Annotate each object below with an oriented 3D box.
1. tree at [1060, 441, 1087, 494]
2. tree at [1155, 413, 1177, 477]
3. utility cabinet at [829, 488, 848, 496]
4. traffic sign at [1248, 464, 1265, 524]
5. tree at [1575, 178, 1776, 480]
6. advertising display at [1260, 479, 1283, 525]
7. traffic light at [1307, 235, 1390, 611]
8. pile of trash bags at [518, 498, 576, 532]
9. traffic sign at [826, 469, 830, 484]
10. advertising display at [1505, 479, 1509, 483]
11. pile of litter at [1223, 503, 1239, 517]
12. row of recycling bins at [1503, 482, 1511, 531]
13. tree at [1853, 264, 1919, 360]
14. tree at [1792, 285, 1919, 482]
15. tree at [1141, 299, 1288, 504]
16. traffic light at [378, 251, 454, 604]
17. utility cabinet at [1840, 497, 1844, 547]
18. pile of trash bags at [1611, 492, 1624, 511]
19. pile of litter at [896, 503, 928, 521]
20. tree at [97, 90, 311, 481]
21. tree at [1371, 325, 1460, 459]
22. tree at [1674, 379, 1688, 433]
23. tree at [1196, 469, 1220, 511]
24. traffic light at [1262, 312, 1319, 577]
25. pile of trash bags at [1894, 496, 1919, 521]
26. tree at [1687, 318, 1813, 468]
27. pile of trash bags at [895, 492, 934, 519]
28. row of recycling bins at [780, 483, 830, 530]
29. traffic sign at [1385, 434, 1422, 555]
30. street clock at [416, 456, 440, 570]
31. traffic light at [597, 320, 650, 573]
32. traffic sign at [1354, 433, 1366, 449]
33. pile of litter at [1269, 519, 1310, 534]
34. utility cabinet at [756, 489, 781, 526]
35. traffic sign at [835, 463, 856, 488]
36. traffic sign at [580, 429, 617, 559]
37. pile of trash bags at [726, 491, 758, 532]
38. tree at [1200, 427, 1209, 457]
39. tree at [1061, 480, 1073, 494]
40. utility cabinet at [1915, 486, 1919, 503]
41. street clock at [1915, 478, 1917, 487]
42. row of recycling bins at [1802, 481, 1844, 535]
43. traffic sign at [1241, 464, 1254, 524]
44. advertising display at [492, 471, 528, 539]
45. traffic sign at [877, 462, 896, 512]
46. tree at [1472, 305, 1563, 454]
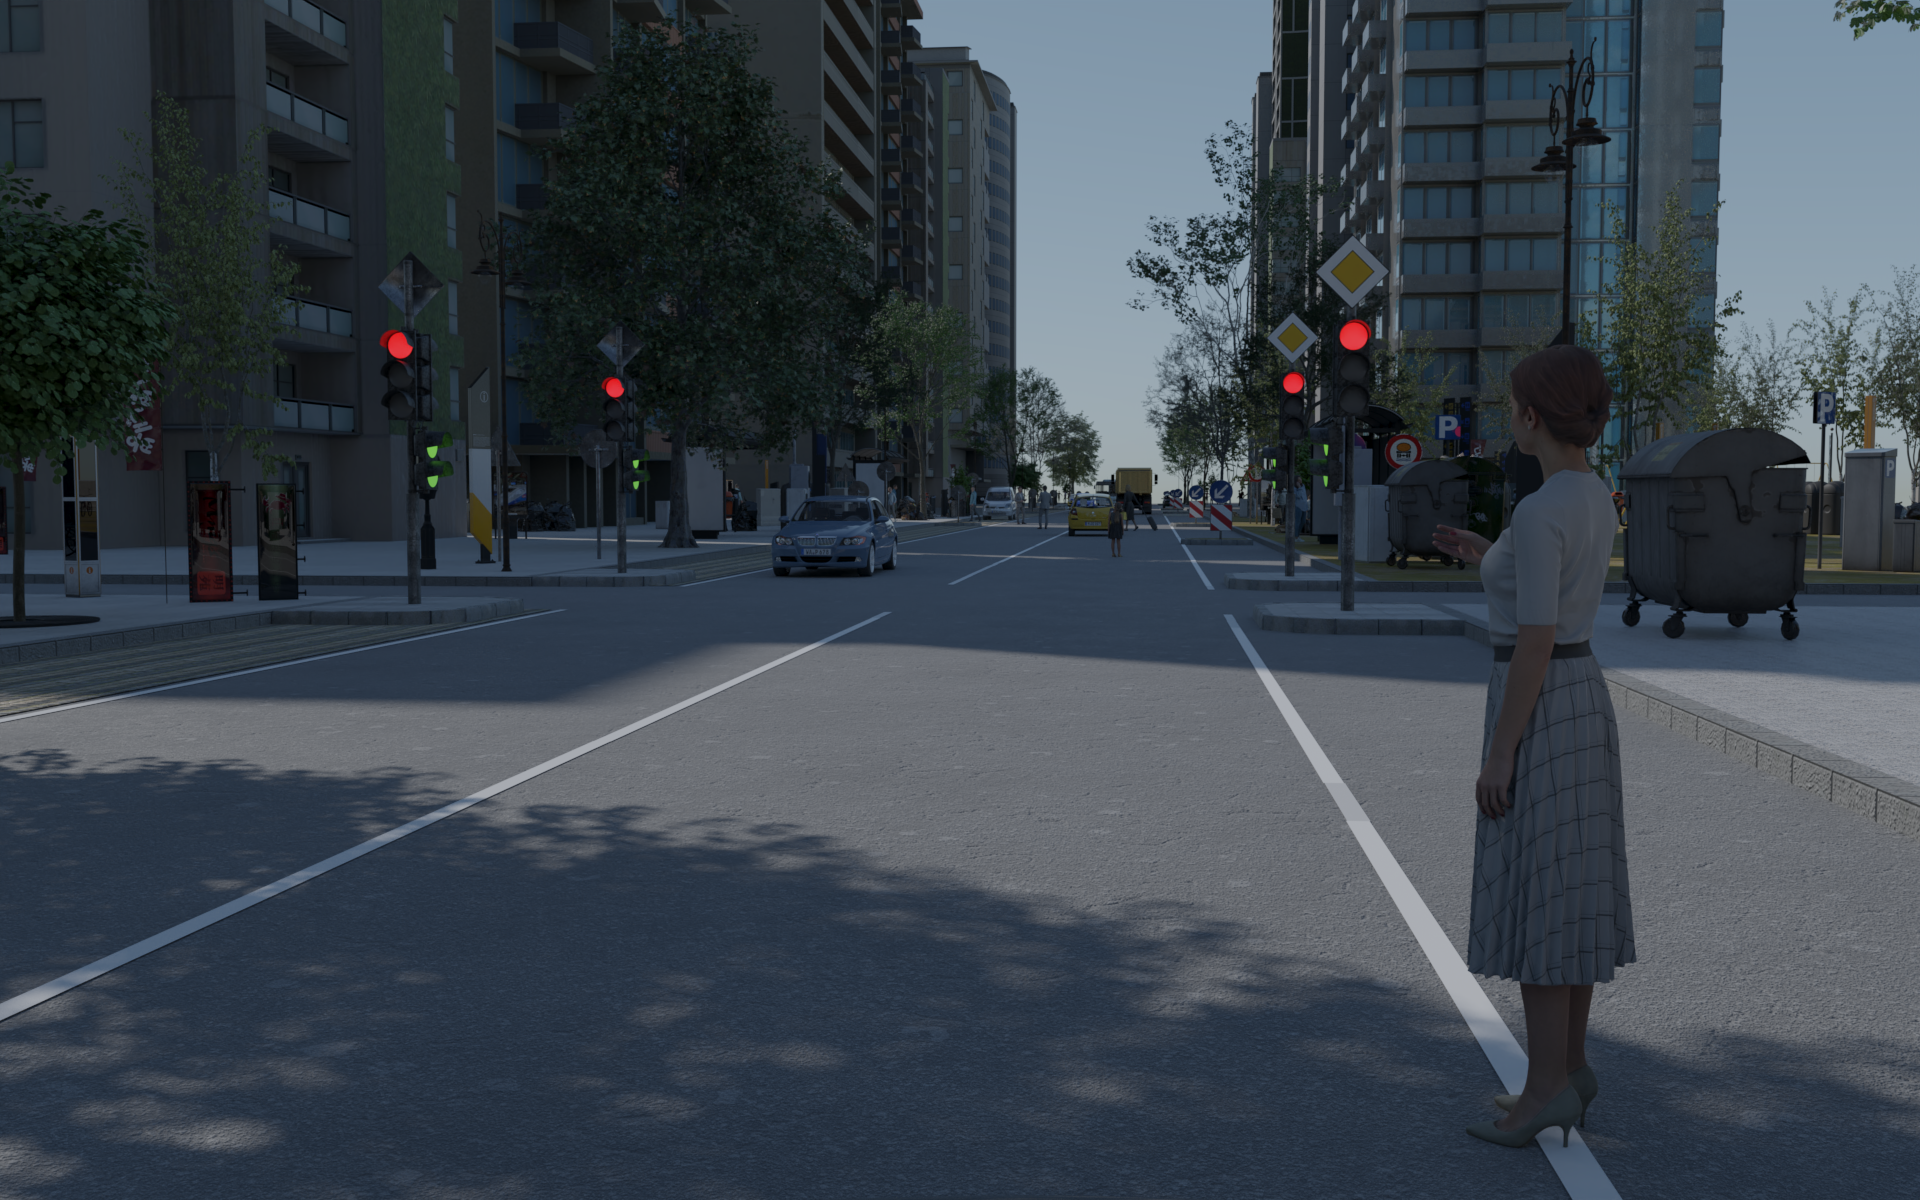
[{"bbox_3d":[16.428,-18.568,253.952,4.737,8.622,4.395,0,3,0],"label":"tree"},{"bbox_3d":[23.014,-14.447,161.968,9.928,11.665,9.643,0,3,0],"label":"tree"},{"bbox_3d":[-4.143,-3.128,59.830,0.318,1.500,1.173,-2,4,-31],"label":"utility cabinet"},{"bbox_3d":[12.625,-4.496,73.611,0.768,2.556,0.104,1,4,13],"label":"traffic sign"},{"bbox_3d":[16.458,-5.571,41.453,4.737,8.622,4.395,0,3,0],"label":"tree"},{"bbox_3d":[13.112,-4.137,72.846,0.974,1.923,0.123,0,4,5],"label":"advertising display"},{"bbox_3d":[4.247,-1.837,18.956,0.839,4.253,0.868,0,4,6],"label":"traffic light"},{"bbox_3d":[-15.002,-3.041,59.478,3.447,1.369,1.912,-1,4,-21],"label":"pile of trash bags"},{"bbox_3d":[-5.569,-4.183,70.515,0.606,2.300,0.079,1,4,15],"label":"traffic sign"},{"bbox_3d":[22.817,-4.178,73.528,0.974,1.923,0.123,0,4,-6],"label":"advertising display"},{"bbox_3d":[15.395,-5.176,98.591,1.176,0.858,1.719,3,4,38],"label":"pile of litter"},{"bbox_3d":[13.037,-2.261,44.087,1.069,1.692,3.534,0,4,-2],"label":"row of recycling bins"},{"bbox_3d":[30.440,-6.398,54.964,4.360,8.622,3.978,0,3,0],"label":"tree"},{"bbox_3d":[31.348,-6.767,61.009,4.737,8.622,4.395,0,3,0],"label":"tree"},{"bbox_3d":[16.410,-12.116,108.468,12.009,13.543,11.850,0,3,0],"label":"tree"},{"bbox_3d":[-6.352,-1.907,20.104,0.839,4.253,0.868,0,4,6],"label":"traffic light"},{"bbox_3d":[21.741,-1.884,41.972,1.020,1.237,0.306,-2,4,-35],"label":"utility cabinet"},{"bbox_3d":[26.636,-3.928,73.967,3.447,1.369,1.912,0,4,1],"label":"pile of trash bags"},{"bbox_3d":[-2.349,-4.295,84.189,1.719,0.858,1.176,1,4,14],"label":"pile of litter"},{"bbox_3d":[-13.858,-4.988,31.910,4.737,8.622,4.395,0,3,0],"label":"tree"},{"bbox_3d":[19.834,-7.722,76.610,4.737,8.622,4.395,0,3,0],"label":"tree"},{"bbox_3d":[39.934,-8.686,92.382,4.360,8.622,3.978,0,3,0],"label":"tree"},{"bbox_3d":[19.484,-8.546,134.328,1.663,3.219,1.824,0,3,0],"label":"tree"},{"bbox_3d":[5.122,-2.322,26.893,0.839,4.253,0.868,0,4,6],"label":"traffic light"},{"bbox_3d":[25.441,-2.298,47.320,3.447,1.369,1.912,-2,4,-29],"label":"pile of trash bags"},{"bbox_3d":[33.346,-7.431,71.860,4.360,8.622,3.978,0,3,0],"label":"tree"},{"bbox_3d":[-2.238,-4.968,90.980,1.912,1.369,3.447,1,4,13],"label":"pile of trash bags"},{"bbox_3d":[-5.400,-3.250,60.257,1.069,1.692,3.534,1,4,14],"label":"row of recycling bins"},{"bbox_3d":[9.367,-2.234,36.627,0.768,2.556,0.104,1,4,12],"label":"traffic sign"},{"bbox_3d":[-9.063,-1.523,29.468,0.471,2.002,0.358,2,4,32],"label":"street clock"},{"bbox_3d":[-5.477,-2.393,28.041,0.839,4.253,0.868,0,4,6],"label":"traffic light"},{"bbox_3d":[7.883,-2.155,35.342,0.768,2.556,0.104,1,4,13],"label":"traffic sign"},{"bbox_3d":[10.878,-2.625,56.890,1.719,0.858,1.176,-1,4,-16],"label":"pile of litter"},{"bbox_3d":[-7.624,-3.709,69.327,0.318,1.500,1.173,3,5,42],"label":"utility cabinet"},{"bbox_3d":[-4.790,-4.432,72.464,0.884,2.594,0.081,1,4,9],"label":"traffic sign"},{"bbox_3d":[-7.108,-2.075,34.040,0.768,2.556,0.104,1,4,9],"label":"traffic sign"},{"bbox_3d":[-7.910,-3.046,59.547,1.912,1.369,3.447,0,4,-5],"label":"pile of trash bags"},{"bbox_3d":[18.564,-10.333,119.308,4.737,8.622,4.395,0,3,0],"label":"tree"},{"bbox_3d":[14.665,-14.818,236.879,1.663,3.219,1.824,0,3,0],"label":"tree"},{"bbox_3d":[28.160,-2.516,49.822,1.173,1.500,0.318,1,4,15],"label":"utility cabinet"},{"bbox_3d":[42.840,-4.469,77.642,0.358,2.002,0.471,0,4,7],"label":"street clock"},{"bbox_3d":[27.359,-2.952,55.379,1.069,1.692,3.534,0,4,4],"label":"row of recycling bins"},{"bbox_3d":[12.468,-4.545,74.312,0.884,2.594,0.081,1,4,15],"label":"traffic sign"},{"bbox_3d":[-12.830,-2.705,49.444,0.974,1.923,0.123,0,4,-8],"label":"advertising display"},{"bbox_3d":[-2.915,-4.167,68.242,0.768,2.556,0.104,0,4,7],"label":"traffic sign"},{"bbox_3d":[21.934,-7.112,66.644,4.360,8.622,3.978,0,3,0],"label":"tree"}]
